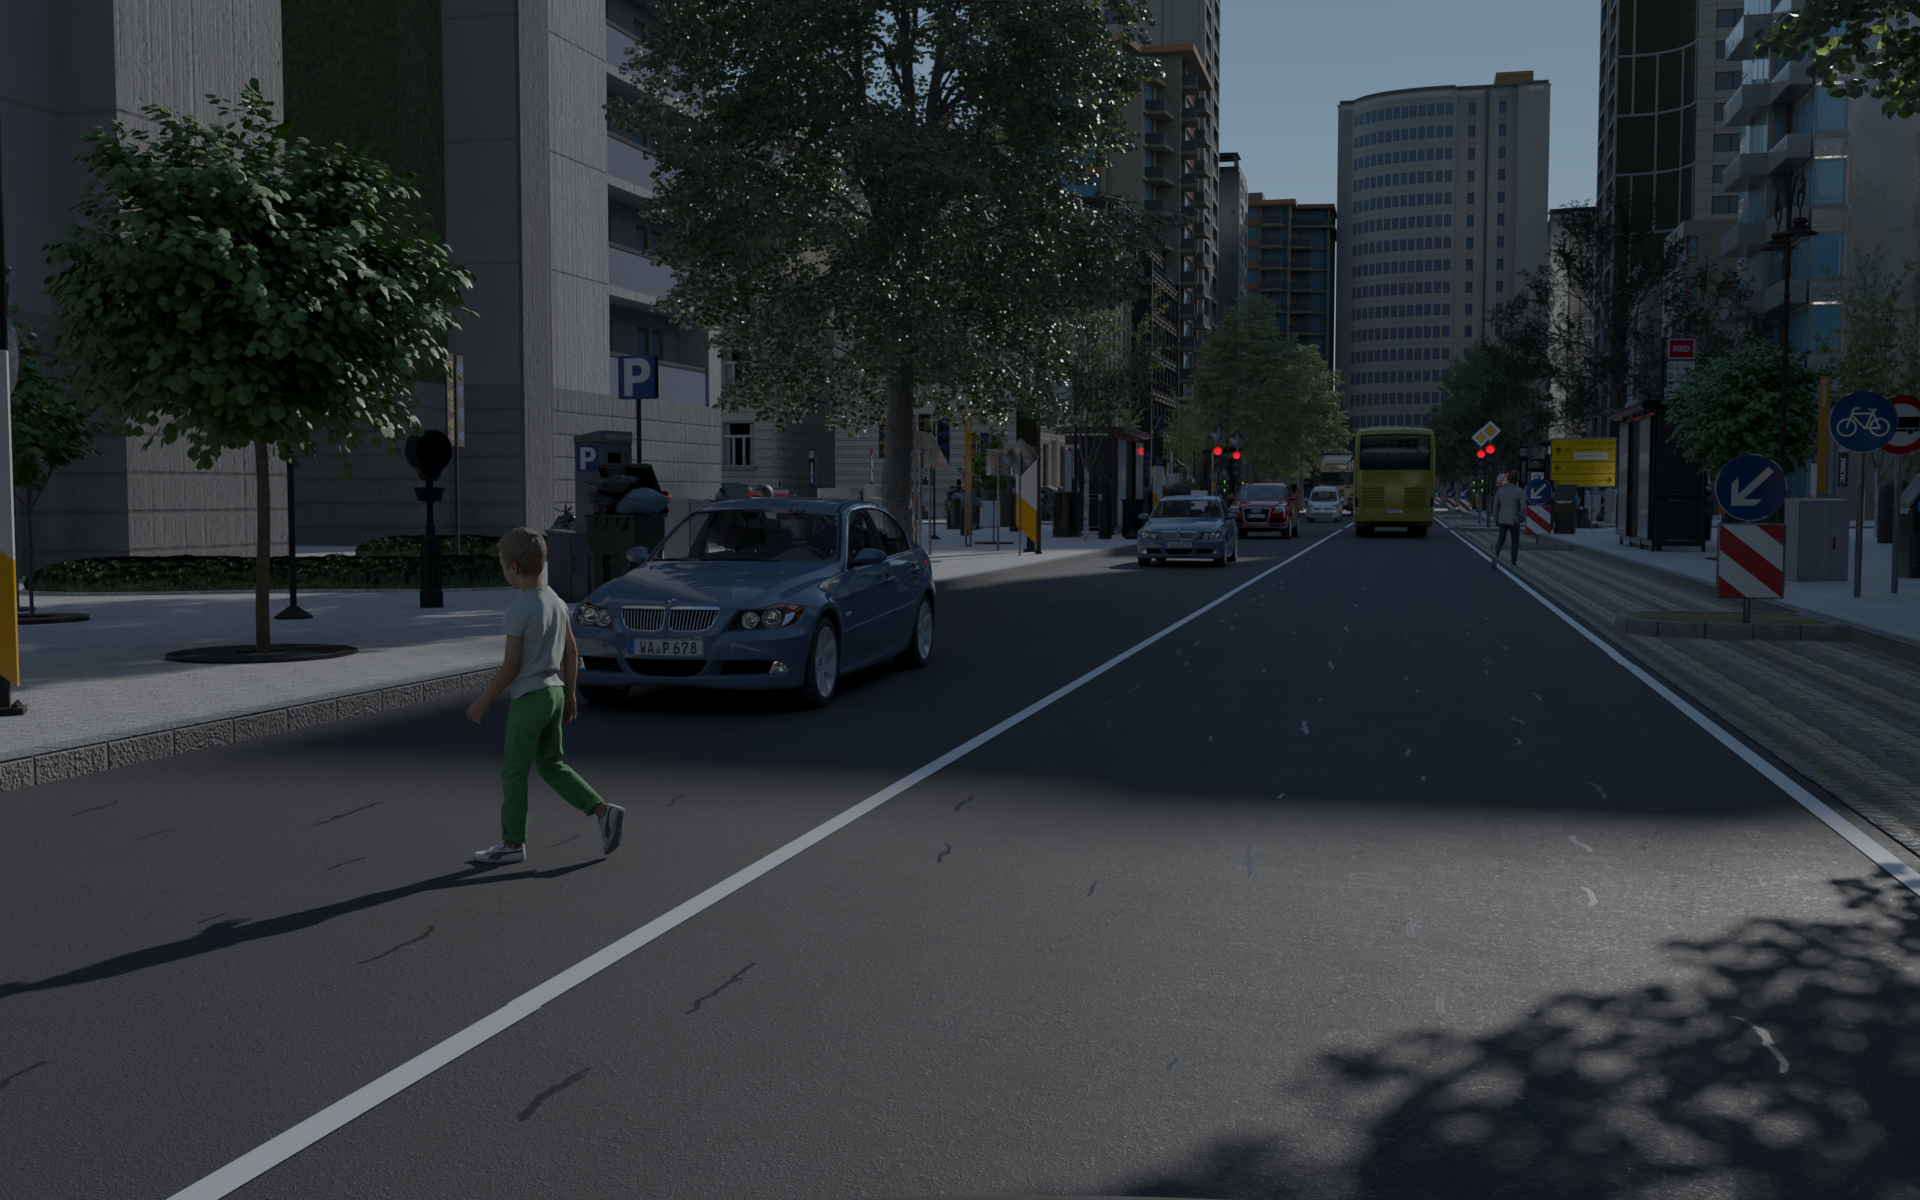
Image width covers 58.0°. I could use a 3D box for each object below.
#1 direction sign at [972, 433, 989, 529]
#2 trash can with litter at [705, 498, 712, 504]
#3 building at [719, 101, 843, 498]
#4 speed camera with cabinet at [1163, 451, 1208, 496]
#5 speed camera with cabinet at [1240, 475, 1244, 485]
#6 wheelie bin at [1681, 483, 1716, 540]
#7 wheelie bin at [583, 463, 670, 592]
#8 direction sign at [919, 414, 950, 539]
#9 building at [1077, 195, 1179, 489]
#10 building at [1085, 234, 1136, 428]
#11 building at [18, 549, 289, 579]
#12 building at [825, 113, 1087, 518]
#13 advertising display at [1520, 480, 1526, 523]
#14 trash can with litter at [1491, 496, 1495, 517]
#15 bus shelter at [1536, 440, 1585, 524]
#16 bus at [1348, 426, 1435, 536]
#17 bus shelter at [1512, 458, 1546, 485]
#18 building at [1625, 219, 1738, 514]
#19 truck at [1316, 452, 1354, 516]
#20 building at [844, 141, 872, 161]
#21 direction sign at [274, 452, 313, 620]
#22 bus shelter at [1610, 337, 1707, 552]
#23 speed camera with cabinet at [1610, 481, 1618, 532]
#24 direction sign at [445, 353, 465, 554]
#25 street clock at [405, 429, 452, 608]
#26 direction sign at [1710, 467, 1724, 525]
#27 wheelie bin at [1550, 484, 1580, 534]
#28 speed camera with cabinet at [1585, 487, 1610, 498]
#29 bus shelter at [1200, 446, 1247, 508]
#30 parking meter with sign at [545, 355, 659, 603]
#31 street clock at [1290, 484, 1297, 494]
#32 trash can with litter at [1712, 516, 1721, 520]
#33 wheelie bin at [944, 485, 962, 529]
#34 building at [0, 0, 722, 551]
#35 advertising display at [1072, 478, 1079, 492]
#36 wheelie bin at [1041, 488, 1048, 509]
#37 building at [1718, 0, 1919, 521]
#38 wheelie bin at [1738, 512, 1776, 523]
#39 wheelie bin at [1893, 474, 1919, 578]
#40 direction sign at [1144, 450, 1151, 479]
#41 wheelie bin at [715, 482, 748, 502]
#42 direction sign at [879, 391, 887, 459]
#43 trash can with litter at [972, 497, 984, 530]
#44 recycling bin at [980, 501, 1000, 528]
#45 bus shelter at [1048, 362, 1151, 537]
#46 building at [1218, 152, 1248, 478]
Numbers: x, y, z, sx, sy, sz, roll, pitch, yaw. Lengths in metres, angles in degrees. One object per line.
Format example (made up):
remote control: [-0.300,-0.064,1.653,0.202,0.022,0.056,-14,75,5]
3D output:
direction sign: [0.665,-4.393,63.820,0.876,3.537,0.379,-1,4,-23]
trash can with litter: [-6.230,-2.084,45.456,1.055,1.170,0.624,0,4,6]
building: [-21.948,-16.572,104.240,30.059,22.955,16.112,1,4,14]
speed camera with cabinet: [10.472,-5.280,80.662,2.038,3.252,0.660,0,4,-7]
speed camera with cabinet: [18.724,-7.327,114.125,2.038,3.252,0.660,-3,5,-43]
wheelie bin: [20.457,-2.446,47.895,0.980,1.594,0.693,-2,4,-31]
wheelie bin: [-3.426,-0.609,17.871,0.980,1.594,0.693,1,4,22]
direction sign: [-0.729,-3.487,49.004,0.876,3.537,0.379,0,4,0]
building: [10.212,-18.827,137.501,12.332,23.373,15.834,1,4,14]
building: [6.056,-16.613,120.772,9.793,20.994,18.267,1,4,14]
building: [-25.188,-29.072,17.332,21.231,58.520,28.212,1,4,14]
building: [0.577,-16.187,100.821,11.583,22.565,21.152,1,4,14]
advertising display: [25.043,-4.394,77.056,0.123,1.923,0.974,1,4,23]
trash can with litter: [30.548,-5.365,99.102,0.624,1.170,1.055,1,4,20]
bus shelter: [26.890,-5.277,77.555,1.731,3.624,6.357,1,4,14]
bus: [15.322,-4.293,61.739,2.896,3.916,12.252,1,4,12]
bus shelter: [32.659,-6.410,98.728,2.014,3.302,5.546,1,4,14]
building: [62.638,-16.836,120.310,27.650,21.520,28.899,1,4,14]
truck: [26.036,-7.899,118.054,2.839,4.237,11.283,1,4,16]
building: [-8.281,-34.225,214.209,28.867,44.769,22.147,1,4,14]
direction sign: [-6.872,-1.575,17.754,0.379,3.537,0.876,1,4,10]
bus shelter: [17.188,-3.955,42.288,2.179,5.291,8.768,1,4,14]
speed camera with cabinet: [22.396,-3.847,57.234,0.660,3.252,2.038,0,4,-6]
direction sign: [-8.213,-2.216,28.222,0.379,3.537,0.876,0,4,1]
street clock: [-5.972,-0.914,19.515,0.358,2.002,0.471,3,5,40]
direction sign: [32.090,-4.942,72.804,0.876,3.537,0.379,3,4,39]
wheelie bin: [19.462,-2.922,55.688,0.980,1.594,0.693,2,4,32]
speed camera with cabinet: [36.456,-6.483,100.338,2.038,3.252,0.660,0,4,-3]
bus shelter: [13.294,-5.860,87.097,1.731,3.624,6.357,1,4,14]
parking meter with sign: [-4.366,-1.519,21.097,0.543,3.016,1.738,1,4,23]
street clock: [23.856,-7.295,123.840,0.471,2.002,0.358,-2,4,-28]
trash can with litter: [37.684,-4.649,87.066,1.678,1.210,2.233,2,4,27]
wheelie bin: [-0.144,-3.373,63.061,0.693,1.594,0.980,-3,5,-40]
building: [-22.316,-31.250,52.929,28.212,58.520,21.231,1,4,14]
advertising display: [4.897,-3.992,70.484,0.123,1.923,0.974,3,5,40]
wheelie bin: [3.912,-4.714,84.988,0.693,1.594,0.980,-2,4,-23]
building: [55.716,-28.698,88.828,30.456,49.044,23.786,1,4,14]
wheelie bin: [17.072,-1.789,37.161,0.980,1.594,0.693,-3,5,-42]
wheelie bin: [14.782,-1.142,26.586,0.693,1.594,0.980,0,4,7]
direction sign: [9.469,-5.984,89.829,0.876,3.537,0.379,2,4,27]
wheelie bin: [-6.239,-2.397,47.102,0.980,1.594,0.693,-3,5,-42]
direction sign: [-1.481,-2.806,37.868,0.379,3.537,0.876,-3,5,-42]
trash can with litter: [0.505,-3.064,61.486,0.624,1.170,1.055,0,4,6]
recycling bin: [1.068,-3.231,65.380,0.722,1.027,0.722,-1,4,-17]
bus shelter: [4.383,-4.743,55.187,2.179,5.291,8.768,1,4,14]
building: [27.444,-32.198,210.035,14.086,41.232,14.154,1,4,14]
